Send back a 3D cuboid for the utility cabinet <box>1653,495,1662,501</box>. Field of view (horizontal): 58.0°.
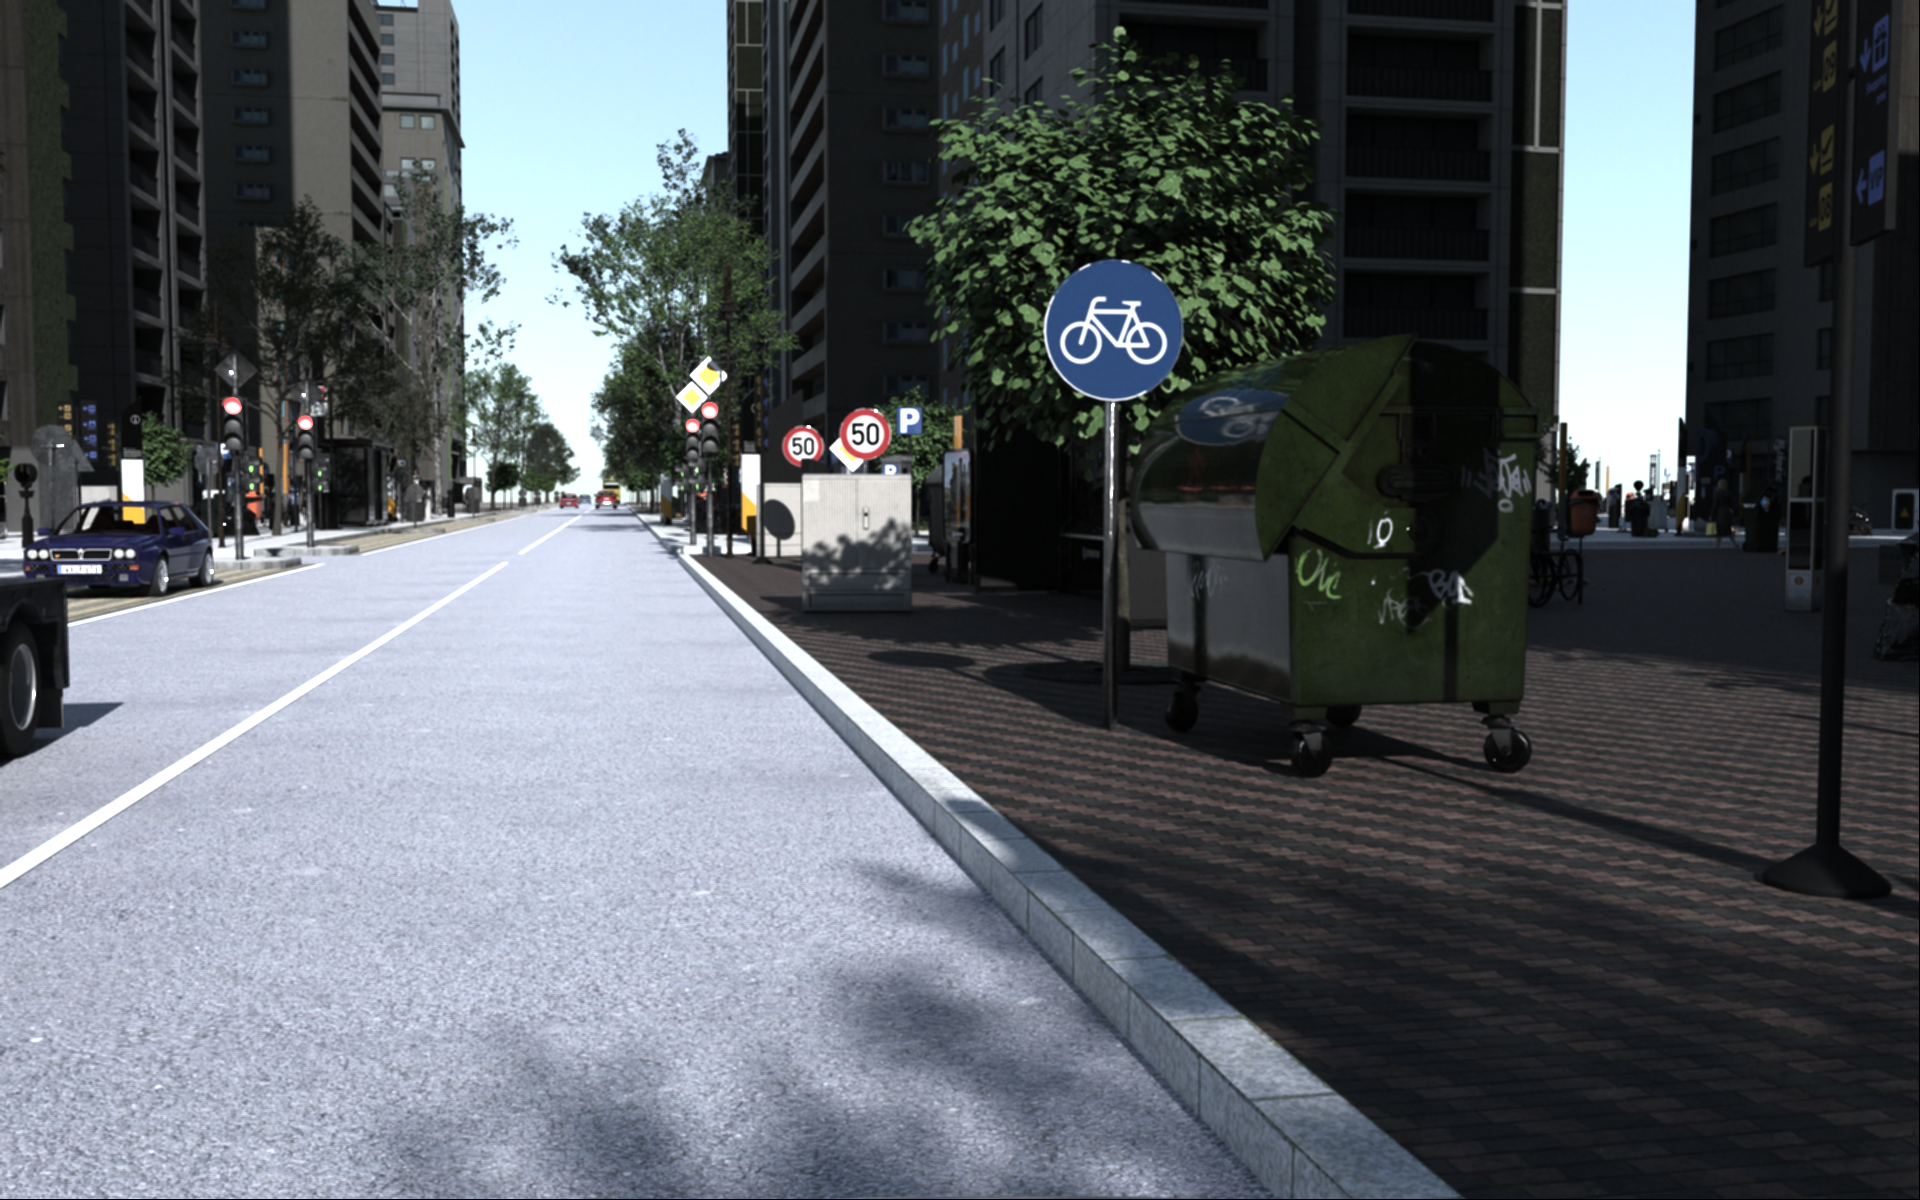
[{"bbox_3d":[41.029,-5.511,101.260,1.020,1.237,0.306,1,4,13],"label":"utility cabinet"}]

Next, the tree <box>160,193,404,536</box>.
[{"bbox_3d":[-20.746,-7.265,53.193,7.601,10.594,8.767,-1,4,-22],"label":"tree"}]

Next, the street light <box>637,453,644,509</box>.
[{"bbox_3d":[-28.012,-11.005,152.716,0.468,5.910,1.993,-1,4,-11],"label":"street light"}]

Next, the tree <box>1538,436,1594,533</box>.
[{"bbox_3d":[20.098,-3.822,57.097,1.663,3.219,1.824,0,3,0],"label":"tree"}]

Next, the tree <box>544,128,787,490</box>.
[{"bbox_3d":[-15.681,-14.467,92.418,12.611,20.169,13.585,0,3,0],"label":"tree"}]

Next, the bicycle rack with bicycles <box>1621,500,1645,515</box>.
[{"bbox_3d":[41.426,-5.556,104.226,2.925,0.926,2.852,2,4,30],"label":"bicycle rack with bicycles"}]

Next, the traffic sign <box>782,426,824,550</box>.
[{"bbox_3d":[-2.930,-1.975,32.395,0.768,2.556,0.104,0,4,-6],"label":"traffic sign"}]

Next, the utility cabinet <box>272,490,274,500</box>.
[{"bbox_3d":[-40.341,-5.655,101.142,0.318,1.500,1.173,-2,4,-31],"label":"utility cabinet"}]

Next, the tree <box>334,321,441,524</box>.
[{"bbox_3d":[-24.380,-7.520,73.315,4.360,8.622,3.978,0,3,0],"label":"tree"}]

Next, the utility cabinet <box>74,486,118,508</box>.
[{"bbox_3d":[-23.226,-2.316,46.546,1.173,1.500,0.318,1,4,17],"label":"utility cabinet"}]

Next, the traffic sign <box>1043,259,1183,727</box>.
[{"bbox_3d":[0.831,-0.575,9.510,0.768,2.556,0.104,0,4,-5],"label":"traffic sign"}]

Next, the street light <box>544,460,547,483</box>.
[{"bbox_3d":[-56.455,-16.100,236.030,0.468,5.910,1.993,-1,4,-11],"label":"street light"}]

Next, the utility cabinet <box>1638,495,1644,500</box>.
[{"bbox_3d":[34.511,-4.685,87.756,0.306,1.237,1.020,1,4,22],"label":"utility cabinet"}]

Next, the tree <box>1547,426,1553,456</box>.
[{"bbox_3d":[16.603,-4.286,53.787,4.285,4.588,4.351,0,3,0],"label":"tree"}]

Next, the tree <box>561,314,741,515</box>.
[{"bbox_3d":[-18.336,-11.666,107.750,9.611,12.733,9.660,0,3,0],"label":"tree"}]

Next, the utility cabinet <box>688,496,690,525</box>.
[{"bbox_3d":[-10.982,-3.705,71.744,0.306,1.237,1.020,-2,4,-27],"label":"utility cabinet"}]

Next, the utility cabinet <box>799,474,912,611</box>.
[{"bbox_3d":[-1.115,-0.617,18.771,1.173,1.500,0.318,0,4,-3],"label":"utility cabinet"}]

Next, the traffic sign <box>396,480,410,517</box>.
[{"bbox_3d":[-28.230,-5.355,87.556,0.884,2.594,0.081,-1,4,-9],"label":"traffic sign"}]

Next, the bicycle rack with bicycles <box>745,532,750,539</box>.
[{"bbox_3d":[-4.427,-2.151,48.546,2.852,0.926,2.925,-2,4,-30],"label":"bicycle rack with bicycles"}]

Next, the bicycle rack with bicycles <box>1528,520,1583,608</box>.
[{"bbox_3d":[6.233,-0.433,20.455,2.925,0.926,2.852,-2,4,-27],"label":"bicycle rack with bicycles"}]

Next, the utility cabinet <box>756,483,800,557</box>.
[{"bbox_3d":[-3.592,-1.623,35.215,1.173,1.500,0.318,-3,5,-44],"label":"utility cabinet"}]

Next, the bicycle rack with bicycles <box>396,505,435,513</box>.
[{"bbox_3d":[-33.335,-5.693,106.461,2.925,0.926,2.852,-3,4,-39],"label":"bicycle rack with bicycles"}]

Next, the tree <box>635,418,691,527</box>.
[{"bbox_3d":[-10.239,-5.128,67.564,4.285,4.588,4.351,0,3,0],"label":"tree"}]

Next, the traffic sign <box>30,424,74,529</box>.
[{"bbox_3d":[-16.622,-1.933,31.710,0.768,2.556,0.104,0,4,-4],"label":"traffic sign"}]

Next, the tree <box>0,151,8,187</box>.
[{"bbox_3d":[-13.419,-5.040,16.820,7.601,10.594,8.767,-3,5,-43],"label":"tree"}]

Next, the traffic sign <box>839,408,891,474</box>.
[{"bbox_3d":[-1.405,-1.571,25.786,0.768,2.556,0.104,0,4,-3],"label":"traffic sign"}]

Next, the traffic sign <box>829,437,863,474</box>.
[{"bbox_3d":[-1.791,-1.693,28.866,0.795,2.450,0.064,-1,4,-11],"label":"traffic sign"}]

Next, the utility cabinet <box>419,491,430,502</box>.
[{"bbox_3d":[-33.685,-6.088,108.215,0.318,1.500,1.173,3,4,39],"label":"utility cabinet"}]

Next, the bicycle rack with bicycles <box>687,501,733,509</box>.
[{"bbox_3d":[-12.251,-4.456,86.234,2.852,0.926,2.925,1,4,16],"label":"bicycle rack with bicycles"}]

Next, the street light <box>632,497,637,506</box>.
[{"bbox_3d":[-35.652,-13.354,191.117,0.468,5.910,1.993,-1,4,-11],"label":"street light"}]

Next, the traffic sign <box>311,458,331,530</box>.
[{"bbox_3d":[-22.541,-3.724,60.989,0.768,2.556,0.104,0,4,-2],"label":"traffic sign"}]

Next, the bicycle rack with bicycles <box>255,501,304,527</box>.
[{"bbox_3d":[-27.489,-3.249,66.504,2.925,0.926,2.852,2,4,26],"label":"bicycle rack with bicycles"}]

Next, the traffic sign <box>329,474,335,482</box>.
[{"bbox_3d":[-27.103,-4.536,74.162,0.884,2.594,0.081,-1,4,-11],"label":"traffic sign"}]

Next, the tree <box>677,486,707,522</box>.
[{"bbox_3d":[-12.476,-5.242,80.311,1.663,3.219,1.824,0,3,0],"label":"tree"}]

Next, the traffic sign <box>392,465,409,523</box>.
[{"bbox_3d":[-24.887,-4.710,77.119,0.768,2.556,0.104,0,4,-2],"label":"traffic sign"}]

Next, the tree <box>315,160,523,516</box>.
[{"bbox_3d":[-31.731,-15.001,101.157,12.611,20.169,13.585,0,3,0],"label":"tree"}]

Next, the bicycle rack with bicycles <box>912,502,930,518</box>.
[{"bbox_3d":[-1.198,-4.162,81.433,2.852,0.926,2.925,-1,4,-11],"label":"bicycle rack with bicycles"}]

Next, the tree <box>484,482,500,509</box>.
[{"bbox_3d":[-41.002,-9.616,151.820,1.663,3.219,1.824,0,3,0],"label":"tree"}]

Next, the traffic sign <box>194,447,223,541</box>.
[{"bbox_3d":[-20.242,-2.849,46.682,0.768,2.556,0.104,0,4,-3],"label":"traffic sign"}]

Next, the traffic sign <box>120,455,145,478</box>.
[{"bbox_3d":[-21.539,-2.630,45.128,0.606,2.300,0.079,-1,4,-11],"label":"traffic sign"}]

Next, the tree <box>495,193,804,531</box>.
[{"bbox_3d":[-9.057,-8.201,59.845,9.928,11.665,9.643,0,3,0],"label":"tree"}]

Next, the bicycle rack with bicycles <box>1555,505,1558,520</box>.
[{"bbox_3d":[27.977,-4.062,79.793,2.852,0.926,2.925,3,5,40],"label":"bicycle rack with bicycles"}]

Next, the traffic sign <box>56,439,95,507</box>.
[{"bbox_3d":[-20.816,-2.493,40.768,0.884,2.594,0.081,0,4,-2],"label":"traffic sign"}]

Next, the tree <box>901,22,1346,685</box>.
[{"bbox_3d":[1.203,-1.748,12.290,4.285,4.588,4.351,0,3,0],"label":"tree"}]

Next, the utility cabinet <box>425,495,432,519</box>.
[{"bbox_3d":[-27.089,-4.716,88.268,0.306,1.237,1.020,-1,4,-14],"label":"utility cabinet"}]

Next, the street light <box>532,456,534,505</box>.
[{"bbox_3d":[-48.819,-13.773,197.967,0.468,5.910,1.993,-1,4,-11],"label":"street light"}]

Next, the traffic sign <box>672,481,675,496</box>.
[{"bbox_3d":[-19.267,-7.079,115.842,0.768,2.556,0.104,-1,4,-11],"label":"traffic sign"}]

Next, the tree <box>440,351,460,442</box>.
[{"bbox_3d":[-26.013,-8.101,82.821,4.360,8.622,3.978,0,3,0],"label":"tree"}]

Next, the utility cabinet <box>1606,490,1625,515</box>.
[{"bbox_3d":[40.388,-5.995,106.699,1.173,1.500,0.318,-1,4,-23],"label":"utility cabinet"}]
